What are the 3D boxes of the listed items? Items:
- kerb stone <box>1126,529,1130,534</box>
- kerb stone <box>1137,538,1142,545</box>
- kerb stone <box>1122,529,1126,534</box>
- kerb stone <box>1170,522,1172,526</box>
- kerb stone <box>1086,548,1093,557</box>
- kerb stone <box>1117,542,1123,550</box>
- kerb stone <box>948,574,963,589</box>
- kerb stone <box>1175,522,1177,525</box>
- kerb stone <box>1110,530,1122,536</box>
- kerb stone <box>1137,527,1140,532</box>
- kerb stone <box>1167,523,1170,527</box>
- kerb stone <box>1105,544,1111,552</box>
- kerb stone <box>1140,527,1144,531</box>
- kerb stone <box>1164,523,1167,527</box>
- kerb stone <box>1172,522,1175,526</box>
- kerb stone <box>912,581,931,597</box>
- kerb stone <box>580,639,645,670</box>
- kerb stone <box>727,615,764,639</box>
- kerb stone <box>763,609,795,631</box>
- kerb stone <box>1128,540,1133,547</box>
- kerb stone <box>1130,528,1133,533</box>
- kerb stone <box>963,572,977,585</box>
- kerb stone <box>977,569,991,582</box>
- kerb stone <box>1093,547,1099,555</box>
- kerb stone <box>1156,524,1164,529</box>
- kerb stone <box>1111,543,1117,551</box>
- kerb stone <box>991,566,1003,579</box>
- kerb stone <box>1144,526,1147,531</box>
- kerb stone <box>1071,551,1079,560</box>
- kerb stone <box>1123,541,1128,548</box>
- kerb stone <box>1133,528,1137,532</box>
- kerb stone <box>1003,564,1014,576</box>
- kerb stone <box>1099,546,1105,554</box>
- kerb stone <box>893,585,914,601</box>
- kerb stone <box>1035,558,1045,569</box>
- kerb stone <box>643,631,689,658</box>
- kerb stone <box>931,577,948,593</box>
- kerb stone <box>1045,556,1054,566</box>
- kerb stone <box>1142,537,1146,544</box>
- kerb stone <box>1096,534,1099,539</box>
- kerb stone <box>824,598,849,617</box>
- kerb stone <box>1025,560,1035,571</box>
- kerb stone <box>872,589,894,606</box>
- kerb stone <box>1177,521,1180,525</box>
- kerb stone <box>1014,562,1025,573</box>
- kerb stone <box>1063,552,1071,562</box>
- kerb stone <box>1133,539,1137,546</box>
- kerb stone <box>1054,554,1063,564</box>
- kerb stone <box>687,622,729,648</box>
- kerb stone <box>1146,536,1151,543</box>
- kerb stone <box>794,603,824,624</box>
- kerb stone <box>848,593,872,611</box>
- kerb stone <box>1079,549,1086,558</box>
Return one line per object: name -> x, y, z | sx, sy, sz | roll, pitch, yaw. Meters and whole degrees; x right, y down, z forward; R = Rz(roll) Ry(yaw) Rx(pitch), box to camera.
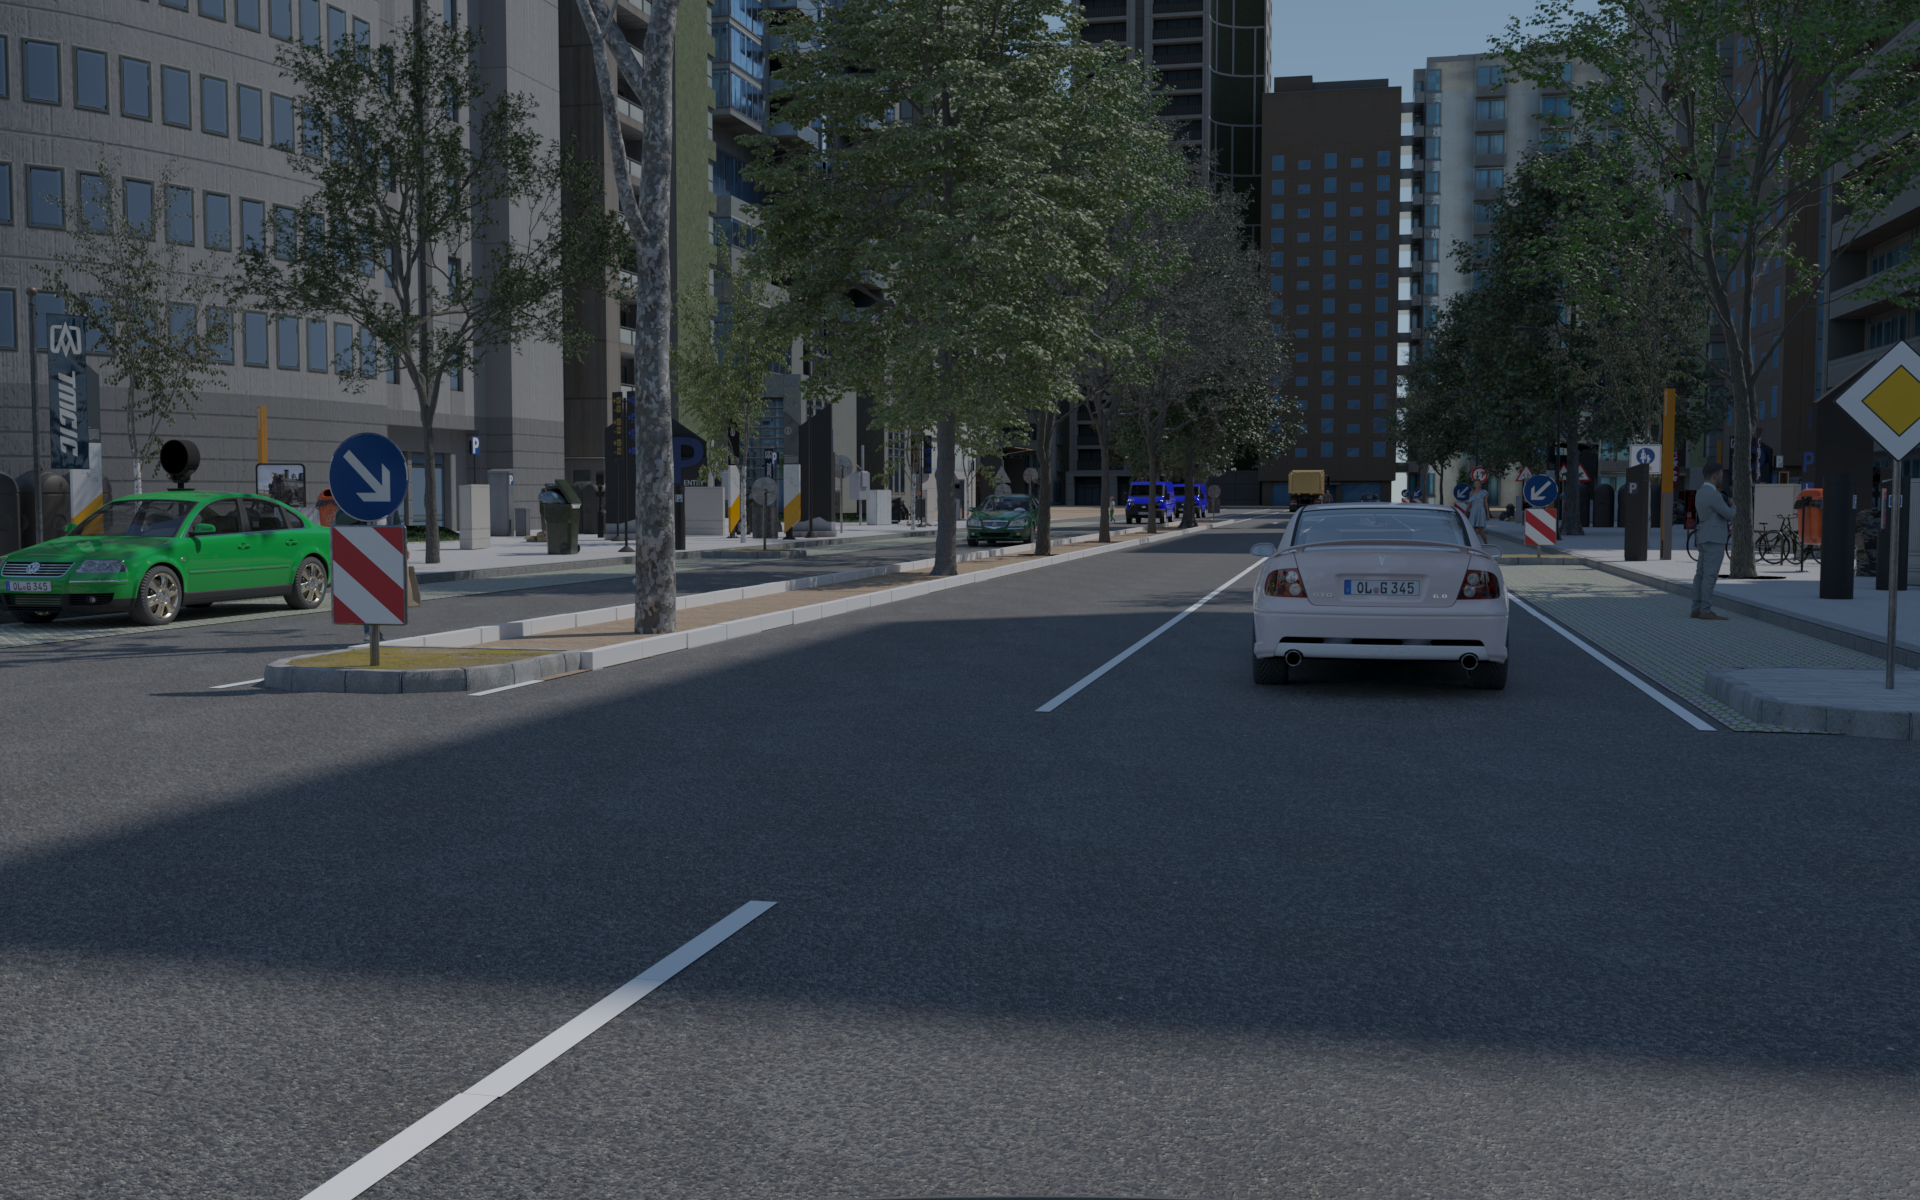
kerb stone -> 5.870, -2.436, 62.017 | 0.120, 0.150, 1.000 | 1, 4, 13
kerb stone -> 4.908, -1.610, 48.526 | 0.120, 0.150, 1.000 | 1, 4, 13
kerb stone -> 5.625, -2.372, 61.023 | 0.120, 0.150, 1.000 | 1, 4, 13
kerb stone -> 9.092, -3.291, 76.007 | 0.120, 0.150, 1.000 | 1, 4, 13
kerb stone -> 2.841, -1.061, 39.547 | 0.120, 0.150, 1.000 | 1, 4, 13
kerb stone -> 3.991, -1.365, 44.535 | 0.120, 0.150, 1.000 | 1, 4, 13
kerb stone -> -0.164, -0.265, 26.536 | 0.120, 0.150, 1.000 | 1, 4, 13
kerb stone -> 9.572, -3.414, 78.014 | 0.120, 0.150, 1.000 | 1, 4, 13
kerb stone -> 5.403, -2.313, 60.017 | 0.120, 0.150, 1.000 | 1, 4, 13
kerb stone -> 6.554, -2.616, 65.014 | 0.120, 0.150, 1.000 | 1, 4, 13
kerb stone -> 8.868, -3.229, 74.997 | 0.120, 0.150, 1.000 | 1, 4, 13
kerb stone -> 3.522, -1.244, 42.541 | 0.120, 0.150, 1.000 | 1, 4, 13
kerb stone -> 6.787, -2.680, 66.017 | 0.120, 0.150, 1.000 | 1, 4, 13
kerb stone -> 8.632, -3.168, 73.990 | 0.120, 0.150, 1.000 | 1, 4, 13
kerb stone -> 9.328, -3.353, 77.021 | 0.120, 0.150, 1.000 | 1, 4, 13
kerb stone -> -0.625, -0.143, 24.534 | 0.120, 0.150, 1.000 | 1, 4, 13
kerb stone -> -2.928, 0.467, 14.562 | 0.120, 0.150, 1.000 | 1, 4, 13
kerb stone -> -2.237, 0.284, 17.552 | 0.120, 0.150, 1.000 | 1, 4, 13
kerb stone -> -2.013, 0.223, 18.549 | 0.120, 0.150, 1.000 | 1, 4, 13
kerb stone -> 4.447, -1.488, 46.529 | 0.120, 0.150, 1.000 | 1, 4, 13
kerb stone -> 6.092, -2.497, 63.015 | 0.120, 0.150, 1.000 | 1, 4, 13
kerb stone -> 0.064, -0.327, 27.541 | 0.120, 0.150, 1.000 | 1, 4, 13
kerb stone -> 0.301, -0.388, 28.536 | 0.120, 0.150, 1.000 | 1, 4, 13
kerb stone -> 3.065, -1.122, 40.547 | 0.120, 0.150, 1.000 | 1, 4, 13
kerb stone -> 8.397, -3.107, 72.994 | 0.120, 0.150, 1.000 | 1, 4, 13
kerb stone -> 3.760, -1.304, 43.535 | 0.120, 0.150, 1.000 | 1, 4, 13
kerb stone -> 0.528, -0.446, 29.542 | 0.120, 0.150, 1.000 | 1, 4, 13
kerb stone -> 7.019, -2.741, 67.012 | 0.120, 0.150, 1.000 | 1, 4, 13
kerb stone -> 2.379, -0.939, 37.552 | 0.120, 0.150, 1.000 | 1, 4, 13
kerb stone -> 4.213, -1.427, 45.534 | 0.120, 0.150, 1.000 | 1, 4, 13
kerb stone -> 6.323, -2.558, 64.011 | 0.120, 0.150, 1.000 | 1, 4, 13
kerb stone -> 0.756, -0.510, 30.538 | 0.120, 0.150, 1.000 | 1, 4, 13
kerb stone -> 3.290, -1.183, 41.545 | 0.120, 0.150, 1.000 | 1, 4, 13
kerb stone -> -0.850, -0.082, 23.537 | 0.120, 0.150, 1.000 | 1, 4, 13
kerb stone -> 1.449, -0.692, 33.547 | 0.120, 0.150, 1.000 | 1, 4, 13
kerb stone -> -2.705, 0.408, 15.560 | 0.120, 0.150, 1.000 | 1, 4, 13
kerb stone -> -0.395, -0.204, 25.531 | 0.120, 0.150, 1.000 | 1, 4, 13
kerb stone -> 1.680, -0.755, 34.542 | 0.120, 0.150, 1.000 | 1, 4, 13
kerb stone -> 5.133, -1.672, 49.529 | 0.120, 0.150, 1.000 | 1, 4, 13
kerb stone -> 4.254, -2.008, 55.018 | 0.120, 0.150, 1.000 | 1, 4, 13
kerb stone -> -1.543, 0.102, 20.550 | 0.120, 0.150, 1.000 | 1, 4, 13
kerb stone -> 1.217, -0.633, 32.538 | 0.120, 0.150, 1.000 | 1, 4, 13
kerb stone -> -1.084, -0.020, 22.542 | 0.120, 0.150, 1.000 | 1, 4, 13
kerb stone -> 9.789, -3.471, 79.014 | 0.120, 0.150, 1.000 | 1, 4, 13
kerb stone -> 0.984, -0.572, 31.542 | 0.120, 0.150, 1.000 | 1, 4, 13
kerb stone -> 2.143, -0.878, 36.558 | 0.120, 0.150, 1.000 | 1, 4, 13
kerb stone -> 4.677, -1.549, 47.526 | 0.120, 0.150, 1.000 | 1, 4, 13
kerb stone -> 1.918, -0.815, 35.540 | 0.120, 0.150, 1.000 | 1, 4, 13
kerb stone -> -2.466, 0.350, 16.555 | 0.120, 0.150, 1.000 | 1, 4, 13
kerb stone -> 5.371, -1.727, 50.529 | 0.120, 0.150, 1.000 | 1, 4, 13
kerb stone -> -1.773, 0.162, 19.546 | 0.120, 0.150, 1.000 | 1, 4, 13
kerb stone -> -1.316, 0.040, 21.546 | 0.120, 0.150, 1.000 | 1, 4, 13
kerb stone -> 2.603, -1.000, 38.552 | 0.120, 0.150, 1.000 | 1, 4, 13
